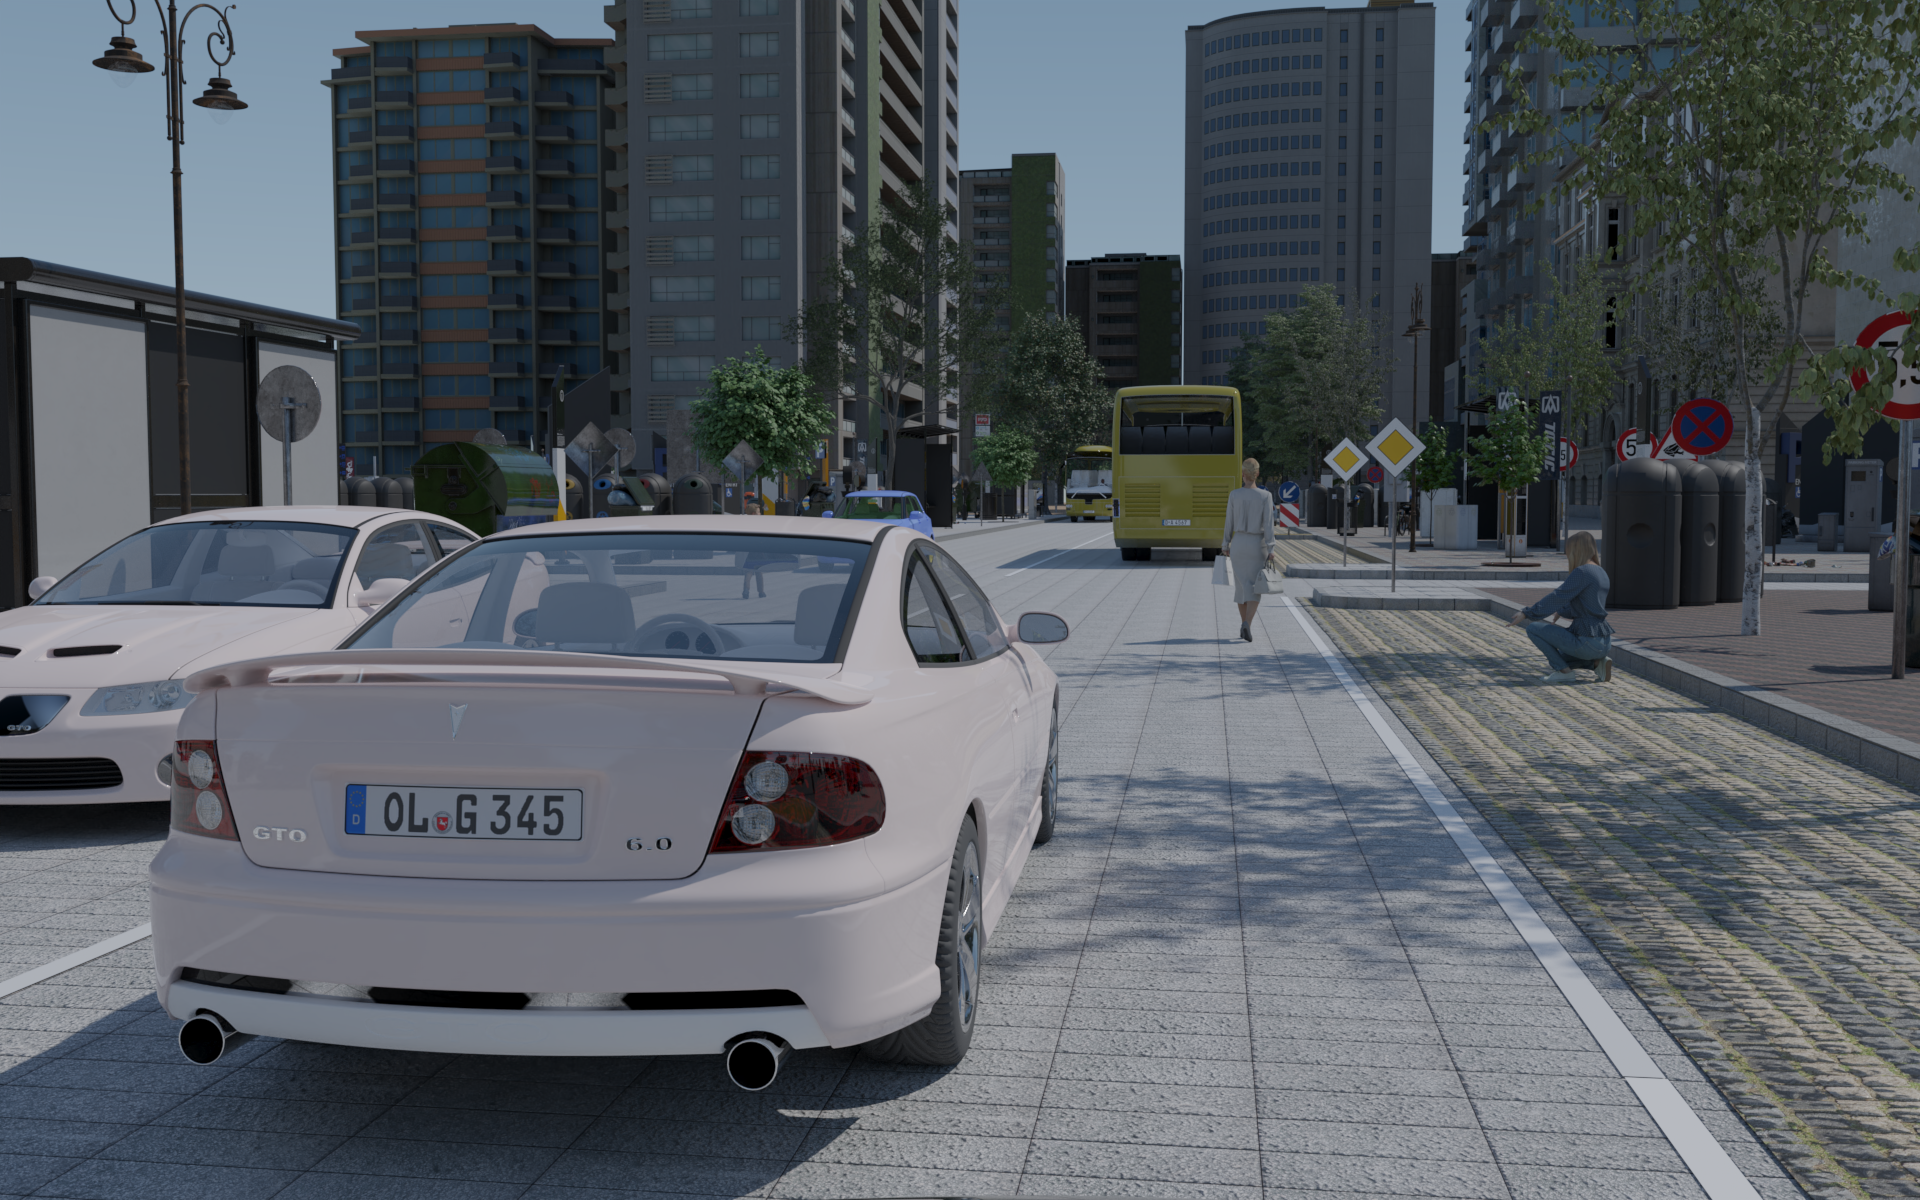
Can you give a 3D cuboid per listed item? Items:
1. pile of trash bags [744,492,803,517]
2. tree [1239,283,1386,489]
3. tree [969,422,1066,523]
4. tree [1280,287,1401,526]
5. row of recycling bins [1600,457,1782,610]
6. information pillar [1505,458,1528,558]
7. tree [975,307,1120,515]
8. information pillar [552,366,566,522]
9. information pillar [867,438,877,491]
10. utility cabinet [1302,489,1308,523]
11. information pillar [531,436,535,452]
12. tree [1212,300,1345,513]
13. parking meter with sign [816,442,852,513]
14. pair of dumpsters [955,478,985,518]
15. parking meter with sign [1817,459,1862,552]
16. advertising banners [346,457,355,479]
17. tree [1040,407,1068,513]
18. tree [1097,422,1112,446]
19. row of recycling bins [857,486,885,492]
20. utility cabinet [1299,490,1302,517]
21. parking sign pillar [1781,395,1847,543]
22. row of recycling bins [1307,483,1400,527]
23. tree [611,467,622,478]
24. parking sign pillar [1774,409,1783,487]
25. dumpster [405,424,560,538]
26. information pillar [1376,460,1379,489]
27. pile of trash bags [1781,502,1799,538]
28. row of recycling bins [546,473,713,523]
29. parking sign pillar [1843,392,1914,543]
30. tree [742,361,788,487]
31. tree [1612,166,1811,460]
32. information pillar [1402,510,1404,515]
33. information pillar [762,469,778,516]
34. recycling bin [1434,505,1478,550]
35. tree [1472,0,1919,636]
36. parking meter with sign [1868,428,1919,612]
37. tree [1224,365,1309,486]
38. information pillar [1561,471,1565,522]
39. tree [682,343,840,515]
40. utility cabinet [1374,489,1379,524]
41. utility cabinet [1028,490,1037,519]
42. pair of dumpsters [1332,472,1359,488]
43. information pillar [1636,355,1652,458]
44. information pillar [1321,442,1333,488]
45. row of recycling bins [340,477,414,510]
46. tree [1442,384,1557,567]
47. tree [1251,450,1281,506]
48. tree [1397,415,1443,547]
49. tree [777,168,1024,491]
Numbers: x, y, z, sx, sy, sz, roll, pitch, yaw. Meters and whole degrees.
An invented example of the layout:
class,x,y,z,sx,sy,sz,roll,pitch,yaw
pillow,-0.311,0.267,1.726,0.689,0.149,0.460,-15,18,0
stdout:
class,x,y,z,sx,sy,sz,roll,pitch,yaw
pile of trash bags,-8.351,-4.315,80.302,3.447,1.369,1.912,0,4,-1
tree,18.937,-10.704,93.140,7.486,12.596,7.792,0,3,0
tree,2.034,-5.813,78.748,4.285,4.588,4.351,0,3,0
tree,13.431,-6.751,60.739,4.360,8.622,3.978,0,3,0
row of recycling bins,8.649,-0.819,20.511,1.069,1.692,3.534,3,5,43
information pillar,11.203,-1.857,34.849,0.304,2.012,0.304,-1,4,-20
tree,5.257,-11.570,106.178,9.611,12.733,9.660,0,3,0
information pillar,-7.288,-2.456,31.506,0.183,3.616,0.504,0,4,5
information pillar,-3.627,-4.931,71.970,0.504,3.616,0.183,3,5,39
utility cabinet,15.235,-4.068,75.199,0.318,1.500,1.173,0,4,0
information pillar,-17.070,-4.769,69.329,0.183,3.616,0.504,-1,4,-23
tree,21.672,-12.775,115.521,9.857,13.997,8.962,0,3,0
parking meter with sign,-4.022,-3.824,58.787,1.738,3.016,0.543,-3,4,-38
pair of dumpsters,0.607,-5.547,93.188,1.574,2.255,4.437,0,4,8
parking meter with sign,19.908,-2.563,38.163,1.738,3.016,0.543,3,4,38
advertising banners,-27.862,-5.198,81.176,2.074,3.025,0.090,0,4,4
tree,6.820,-10.276,118.368,4.360,8.622,3.978,0,3,0
tree,15.133,-13.656,173.633,4.360,8.622,3.978,0,3,0
row of recycling bins,-4.387,-4.772,85.138,1.069,1.692,3.534,1,4,13
utility cabinet,19.599,-5.441,97.638,1.173,1.500,0.318,-3,5,-40
parking sign pillar,23.074,-3.524,46.091,1.447,3.967,1.447,-2,4,-25
row of recycling bins,15.276,-3.681,67.303,3.534,1.692,1.069,1,4,16
tree,-20.062,-6.312,97.806,1.663,3.219,1.824,0,3,0
parking sign pillar,26.479,-4.068,54.992,1.447,3.967,1.447,-2,4,-27
dumpster,-6.635,-1.321,24.096,1.502,2.255,1.985,0,4,8
information pillar,19.296,-5.428,80.103,0.183,3.616,0.504,0,4,3
pile of trash bags,24.029,-2.522,50.981,3.447,1.369,1.912,0,4,-2
row of recycling bins,-6.621,-1.677,34.534,3.534,1.692,1.069,1,4,10
parking sign pillar,22.486,-3.290,42.260,1.447,3.967,1.447,2,4,26
tree,-11.035,-8.884,95.619,4.360,8.622,3.978,0,3,0
tree,16.197,-5.309,37.171,4.360,8.622,3.978,0,3,0
information pillar,26.302,-5.987,102.386,0.304,2.012,0.304,-1,4,-14
information pillar,-5.735,-3.736,52.445,0.504,3.616,0.183,-1,4,-18
recycling bin,11.467,-1.683,40.066,0.722,1.027,0.722,-2,4,-34
tree,7.001,-3.976,15.377,4.737,8.622,4.395,0,3,0
parking meter with sign,10.809,-1.402,19.180,1.738,3.016,0.543,-2,4,-29
tree,24.178,-12.931,137.172,9.928,11.665,9.643,0,3,0
information pillar,27.991,-5.441,80.309,0.183,3.616,0.504,2,4,25
tree,-4.342,-3.295,37.586,4.285,4.588,4.351,0,3,0
utility cabinet,18.233,-3.995,74.002,1.173,1.500,0.318,-1,4,-23
utility cabinet,3.694,-4.849,87.966,0.318,1.500,1.173,1,4,9
pair of dumpsters,16.970,-4.605,77.784,1.574,2.255,4.437,0,4,8
information pillar,11.454,-2.307,29.075,0.183,3.616,0.504,0,4,4
information pillar,15.817,-5.095,74.652,0.504,3.616,0.183,1,4,22
row of recycling bins,-14.174,-2.108,41.579,1.069,1.692,3.534,1,4,21
tree,9.684,-2.215,30.809,1.663,3.219,1.824,0,3,0
tree,26.161,-11.867,144.388,4.737,8.622,4.395,0,3,0
tree,11.403,-2.922,42.384,1.663,3.219,1.824,0,3,0
tree,-1.825,-7.037,49.463,7.601,10.594,8.767,1,4,17
